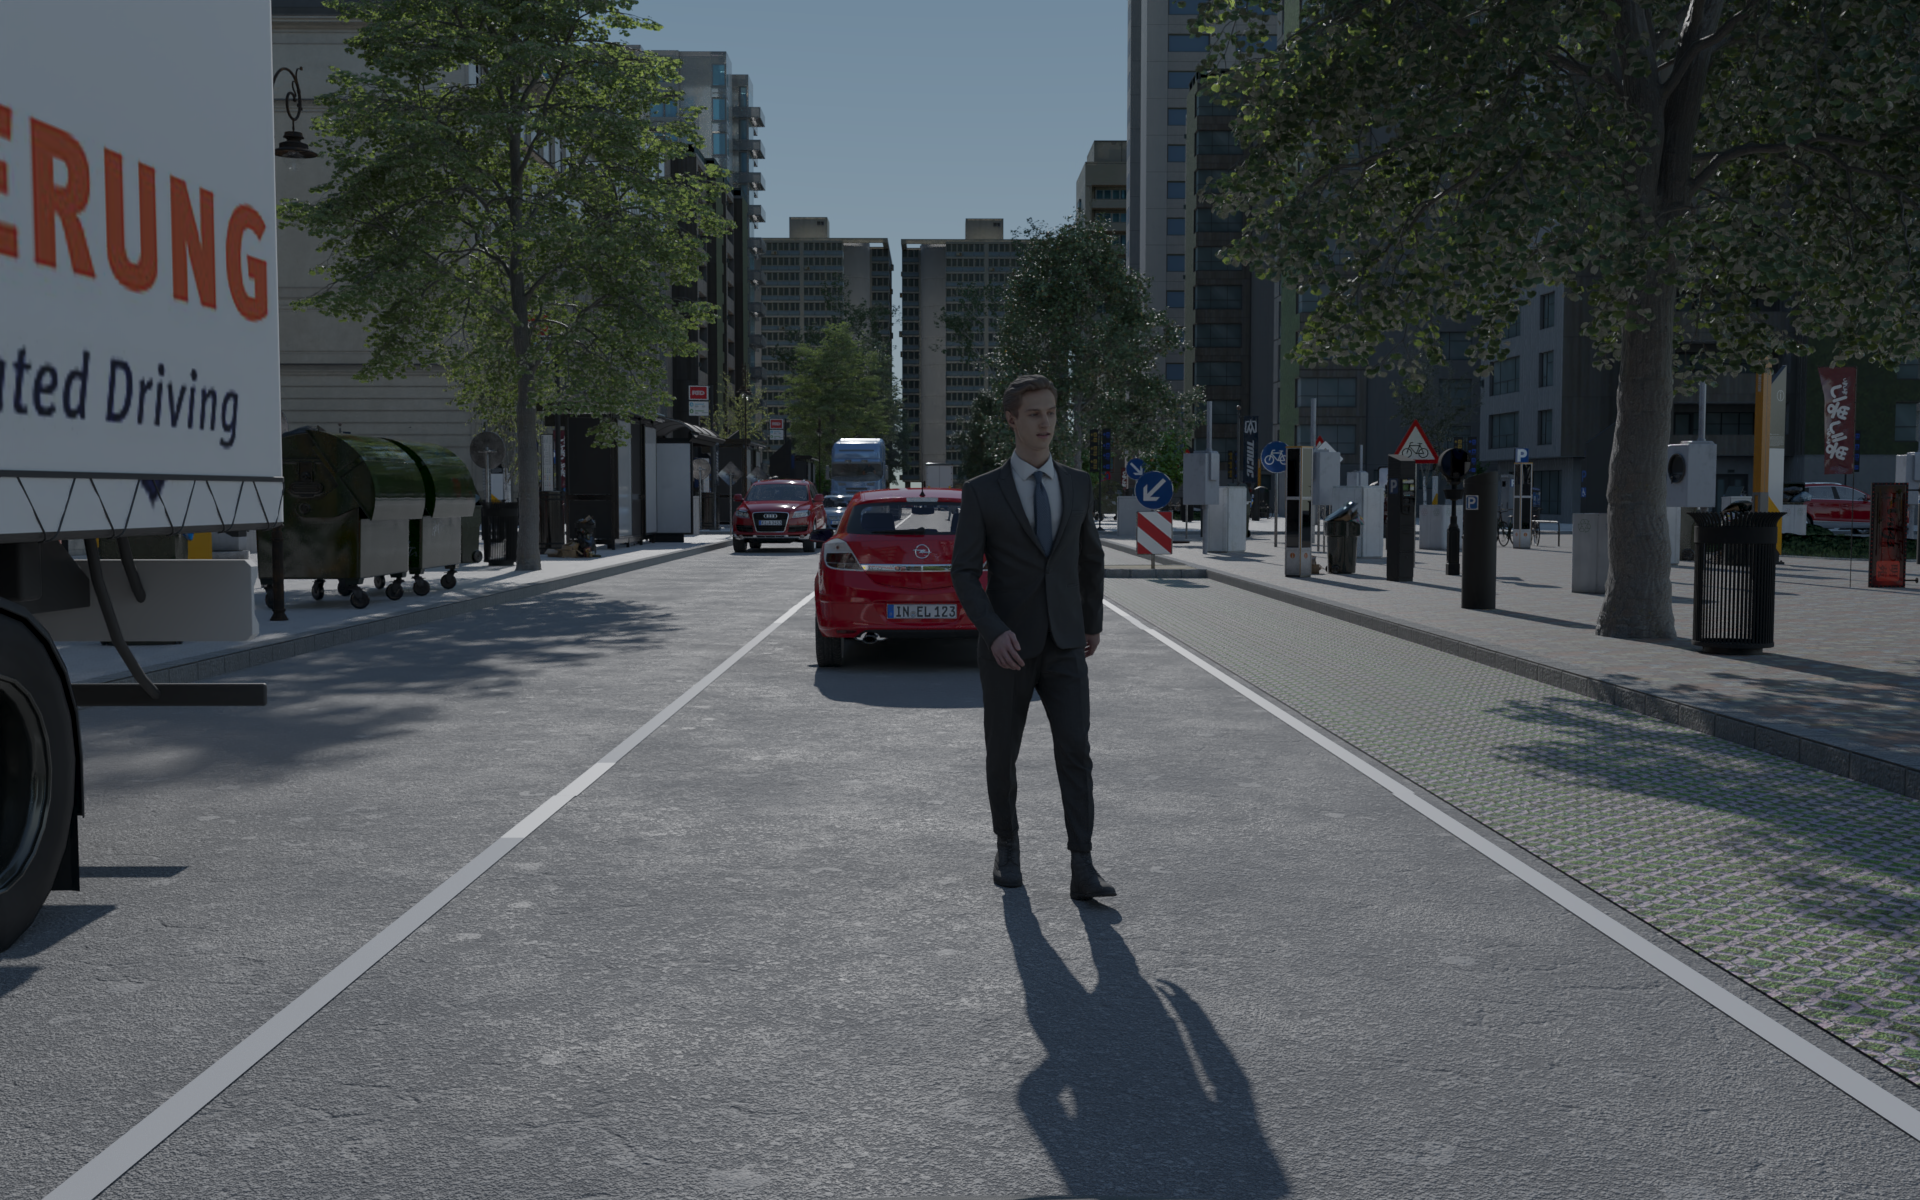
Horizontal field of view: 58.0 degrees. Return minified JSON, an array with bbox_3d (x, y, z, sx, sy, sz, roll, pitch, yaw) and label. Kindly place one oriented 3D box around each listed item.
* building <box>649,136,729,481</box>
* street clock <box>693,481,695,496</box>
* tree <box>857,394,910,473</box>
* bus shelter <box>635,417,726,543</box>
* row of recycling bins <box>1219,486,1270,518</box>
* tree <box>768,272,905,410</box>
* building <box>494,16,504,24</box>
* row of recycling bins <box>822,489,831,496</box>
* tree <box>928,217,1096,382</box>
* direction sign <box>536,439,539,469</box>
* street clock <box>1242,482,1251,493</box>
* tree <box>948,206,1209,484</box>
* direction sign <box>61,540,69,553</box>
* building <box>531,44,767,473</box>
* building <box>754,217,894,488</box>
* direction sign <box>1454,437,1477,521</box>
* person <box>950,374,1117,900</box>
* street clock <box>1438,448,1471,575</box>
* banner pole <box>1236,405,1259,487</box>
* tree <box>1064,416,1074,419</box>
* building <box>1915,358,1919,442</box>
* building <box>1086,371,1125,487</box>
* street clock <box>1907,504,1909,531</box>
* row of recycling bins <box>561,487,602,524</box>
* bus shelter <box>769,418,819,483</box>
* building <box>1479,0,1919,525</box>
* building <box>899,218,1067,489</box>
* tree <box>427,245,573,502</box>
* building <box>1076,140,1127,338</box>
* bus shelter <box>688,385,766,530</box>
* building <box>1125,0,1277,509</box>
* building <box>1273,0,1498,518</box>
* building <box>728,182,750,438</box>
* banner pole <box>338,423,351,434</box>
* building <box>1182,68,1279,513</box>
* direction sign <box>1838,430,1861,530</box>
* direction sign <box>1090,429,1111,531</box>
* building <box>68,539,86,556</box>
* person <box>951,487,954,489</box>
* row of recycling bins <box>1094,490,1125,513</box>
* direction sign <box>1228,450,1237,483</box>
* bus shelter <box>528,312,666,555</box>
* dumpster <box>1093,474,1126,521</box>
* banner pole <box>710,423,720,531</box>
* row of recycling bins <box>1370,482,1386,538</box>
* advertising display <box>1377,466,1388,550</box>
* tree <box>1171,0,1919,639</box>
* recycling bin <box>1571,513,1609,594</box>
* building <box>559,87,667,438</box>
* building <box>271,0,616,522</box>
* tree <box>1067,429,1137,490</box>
[{"bbox_3d":[-27.300,-22.686,142.624,14.160,30.474,14.107,0,4,-1],"label":"building"},{"bbox_3d":[-14.711,-5.576,95.733,0.358,2.002,0.471,-1,4,-17],"label":"street clock"},{"bbox_3d":[-10.535,-17.274,192.798,12.009,13.543,11.850,0,3,0],"label":"tree"},{"bbox_3d":[-7.879,-3.327,48.328,2.014,3.302,5.546,0,4,-1],"label":"bus shelter"},{"bbox_3d":[15.065,-5.285,93.524,3.534,1.692,1.069,-1,4,-22],"label":"row of recycling bins"},{"bbox_3d":[-10.875,-18.023,150.565,12.611,20.169,13.585,0,3,0],"label":"tree"},{"bbox_3d":[-73.295,-48.941,238.434,20.611,71.187,20.563,0,4,-1],"label":"building"},{"bbox_3d":[-9.446,-6.807,118.409,3.534,1.692,1.069,3,5,45],"label":"row of recycling bins"},{"bbox_3d":[4.064,-16.241,121.433,12.611,20.169,13.585,0,3,0],"label":"tree"},{"bbox_3d":[-17.644,-4.905,72.197,0.379,3.537,0.876,-1,4,-22],"label":"direction sign"},{"bbox_3d":[13.382,-4.666,80.857,0.358,2.002,0.471,-1,4,-18],"label":"street clock"},{"bbox_3d":[4.766,-9.326,69.486,9.611,12.733,9.660,0,3,0],"label":"tree"},{"bbox_3d":[-9.674,-1.630,18.655,0.876,3.537,0.379,-1,4,-11],"label":"direction sign"},{"bbox_3d":[-36.740,-34.756,187.874,30.456,49.044,23.786,0,4,-1],"label":"building"},{"bbox_3d":[-21.422,-33.867,245.610,23.993,40.220,32.217,0,4,-1],"label":"building"},{"bbox_3d":[19.943,-4.677,68.464,0.876,3.537,0.379,1,4,8],"label":"direction sign"},{"bbox_3d":[0.303,0.128,6.187,0.659,1.850,0.755,-1,4,-16],"label":"person"},{"bbox_3d":[7.807,-1.395,27.384,0.471,2.002,0.358,0,4,3],"label":"street clock"},{"bbox_3d":[8.057,-3.602,48.906,0.863,3.779,0.401,3,4,37],"label":"banner pole"},{"bbox_3d":[4.653,-9.158,100.093,4.737,8.622,4.395,0,3,0],"label":"tree"},{"bbox_3d":[60.933,-30.410,86.437,27.495,52.752,28.713,0,4,-1],"label":"building"},{"bbox_3d":[28.113,-20.938,187.368,27.650,21.520,28.899,0,4,-1],"label":"building"},{"bbox_3d":[33.161,-3.425,60.567,0.471,2.002,0.358,-1,4,-15],"label":"street clock"},{"bbox_3d":[-16.793,-4.201,75.798,3.534,1.692,1.069,-1,4,-21],"label":"row of recycling bins"},{"bbox_3d":[-9.071,-7.161,94.714,2.179,5.291,8.768,0,4,-1],"label":"bus shelter"},{"bbox_3d":[32.268,-18.667,76.910,14.107,30.474,14.160,0,4,-1],"label":"building"},{"bbox_3d":[3.410,-33.943,246.846,23.993,40.220,32.217,0,4,-1],"label":"building"},{"bbox_3d":[-13.402,-6.145,50.832,4.360,8.622,3.978,0,3,0],"label":"tree"},{"bbox_3d":[26.864,-37.707,240.211,21.600,48.544,21.300,0,4,-1],"label":"building"},{"bbox_3d":[-8.948,-5.436,66.514,2.179,5.291,8.768,0,4,-1],"label":"bus shelter"},{"bbox_3d":[25.730,-37.658,157.702,21.231,58.520,28.212,0,4,-1],"label":"building"},{"bbox_3d":[25.125,-25.412,99.073,14.154,41.232,14.086,0,4,-1],"label":"building"},{"bbox_3d":[-26.860,-23.548,156.713,14.160,30.474,14.107,0,4,-1],"label":"building"},{"bbox_3d":[-21.628,-4.336,60.910,0.401,3.779,0.863,1,4,14],"label":"banner pole"},{"bbox_3d":[22.500,-21.390,121.423,14.160,30.474,14.107,0,4,-1],"label":"building"},{"bbox_3d":[31.539,-4.262,61.684,0.876,3.537,0.379,1,4,13],"label":"direction sign"},{"bbox_3d":[4.879,-4.178,60.312,0.876,3.537,0.379,3,5,41],"label":"direction sign"},{"bbox_3d":[-26.813,-11.095,36.154,16.860,20.320,10.420,0,4,-1],"label":"building"},{"bbox_3d":[-0.416,-5.126,92.411,0.767,1.812,0.694,2,4,28],"label":"person"},{"bbox_3d":[9.613,-6.684,116.396,3.534,1.692,1.069,-2,4,-31],"label":"row of recycling bins"},{"bbox_3d":[14.214,-6.003,90.149,0.876,3.537,0.379,-3,5,-43],"label":"direction sign"},{"bbox_3d":[-8.711,-3.870,40.914,2.179,5.291,8.768,0,4,-1],"label":"bus shelter"},{"bbox_3d":[7.155,-4.959,83.578,1.502,2.255,1.985,0,4,-1],"label":"dumpster"},{"bbox_3d":[-8.541,-4.322,60.685,0.401,3.779,0.863,-1,4,-23],"label":"banner pole"},{"bbox_3d":[12.846,-2.772,52.439,1.069,1.692,3.534,1,4,12],"label":"row of recycling bins"},{"bbox_3d":[9.951,-2.115,39.786,0.123,1.923,0.974,-2,4,-27],"label":"advertising display"},{"bbox_3d":[6.231,-6.644,15.279,9.857,13.997,8.962,0,3,0],"label":"tree"},{"bbox_3d":[8.443,-0.609,22.516,0.722,1.027,0.722,3,5,44],"label":"recycling bin"},{"bbox_3d":[-26.374,-17.904,110.747,12.078,24.808,19.932,0,4,-1],"label":"building"},{"bbox_3d":[-27.623,-15.439,85.717,16.112,22.955,30.059,0,4,-1],"label":"building"},{"bbox_3d":[5.490,-5.825,78.949,4.285,4.588,4.351,0,3,0],"label":"tree"}]
